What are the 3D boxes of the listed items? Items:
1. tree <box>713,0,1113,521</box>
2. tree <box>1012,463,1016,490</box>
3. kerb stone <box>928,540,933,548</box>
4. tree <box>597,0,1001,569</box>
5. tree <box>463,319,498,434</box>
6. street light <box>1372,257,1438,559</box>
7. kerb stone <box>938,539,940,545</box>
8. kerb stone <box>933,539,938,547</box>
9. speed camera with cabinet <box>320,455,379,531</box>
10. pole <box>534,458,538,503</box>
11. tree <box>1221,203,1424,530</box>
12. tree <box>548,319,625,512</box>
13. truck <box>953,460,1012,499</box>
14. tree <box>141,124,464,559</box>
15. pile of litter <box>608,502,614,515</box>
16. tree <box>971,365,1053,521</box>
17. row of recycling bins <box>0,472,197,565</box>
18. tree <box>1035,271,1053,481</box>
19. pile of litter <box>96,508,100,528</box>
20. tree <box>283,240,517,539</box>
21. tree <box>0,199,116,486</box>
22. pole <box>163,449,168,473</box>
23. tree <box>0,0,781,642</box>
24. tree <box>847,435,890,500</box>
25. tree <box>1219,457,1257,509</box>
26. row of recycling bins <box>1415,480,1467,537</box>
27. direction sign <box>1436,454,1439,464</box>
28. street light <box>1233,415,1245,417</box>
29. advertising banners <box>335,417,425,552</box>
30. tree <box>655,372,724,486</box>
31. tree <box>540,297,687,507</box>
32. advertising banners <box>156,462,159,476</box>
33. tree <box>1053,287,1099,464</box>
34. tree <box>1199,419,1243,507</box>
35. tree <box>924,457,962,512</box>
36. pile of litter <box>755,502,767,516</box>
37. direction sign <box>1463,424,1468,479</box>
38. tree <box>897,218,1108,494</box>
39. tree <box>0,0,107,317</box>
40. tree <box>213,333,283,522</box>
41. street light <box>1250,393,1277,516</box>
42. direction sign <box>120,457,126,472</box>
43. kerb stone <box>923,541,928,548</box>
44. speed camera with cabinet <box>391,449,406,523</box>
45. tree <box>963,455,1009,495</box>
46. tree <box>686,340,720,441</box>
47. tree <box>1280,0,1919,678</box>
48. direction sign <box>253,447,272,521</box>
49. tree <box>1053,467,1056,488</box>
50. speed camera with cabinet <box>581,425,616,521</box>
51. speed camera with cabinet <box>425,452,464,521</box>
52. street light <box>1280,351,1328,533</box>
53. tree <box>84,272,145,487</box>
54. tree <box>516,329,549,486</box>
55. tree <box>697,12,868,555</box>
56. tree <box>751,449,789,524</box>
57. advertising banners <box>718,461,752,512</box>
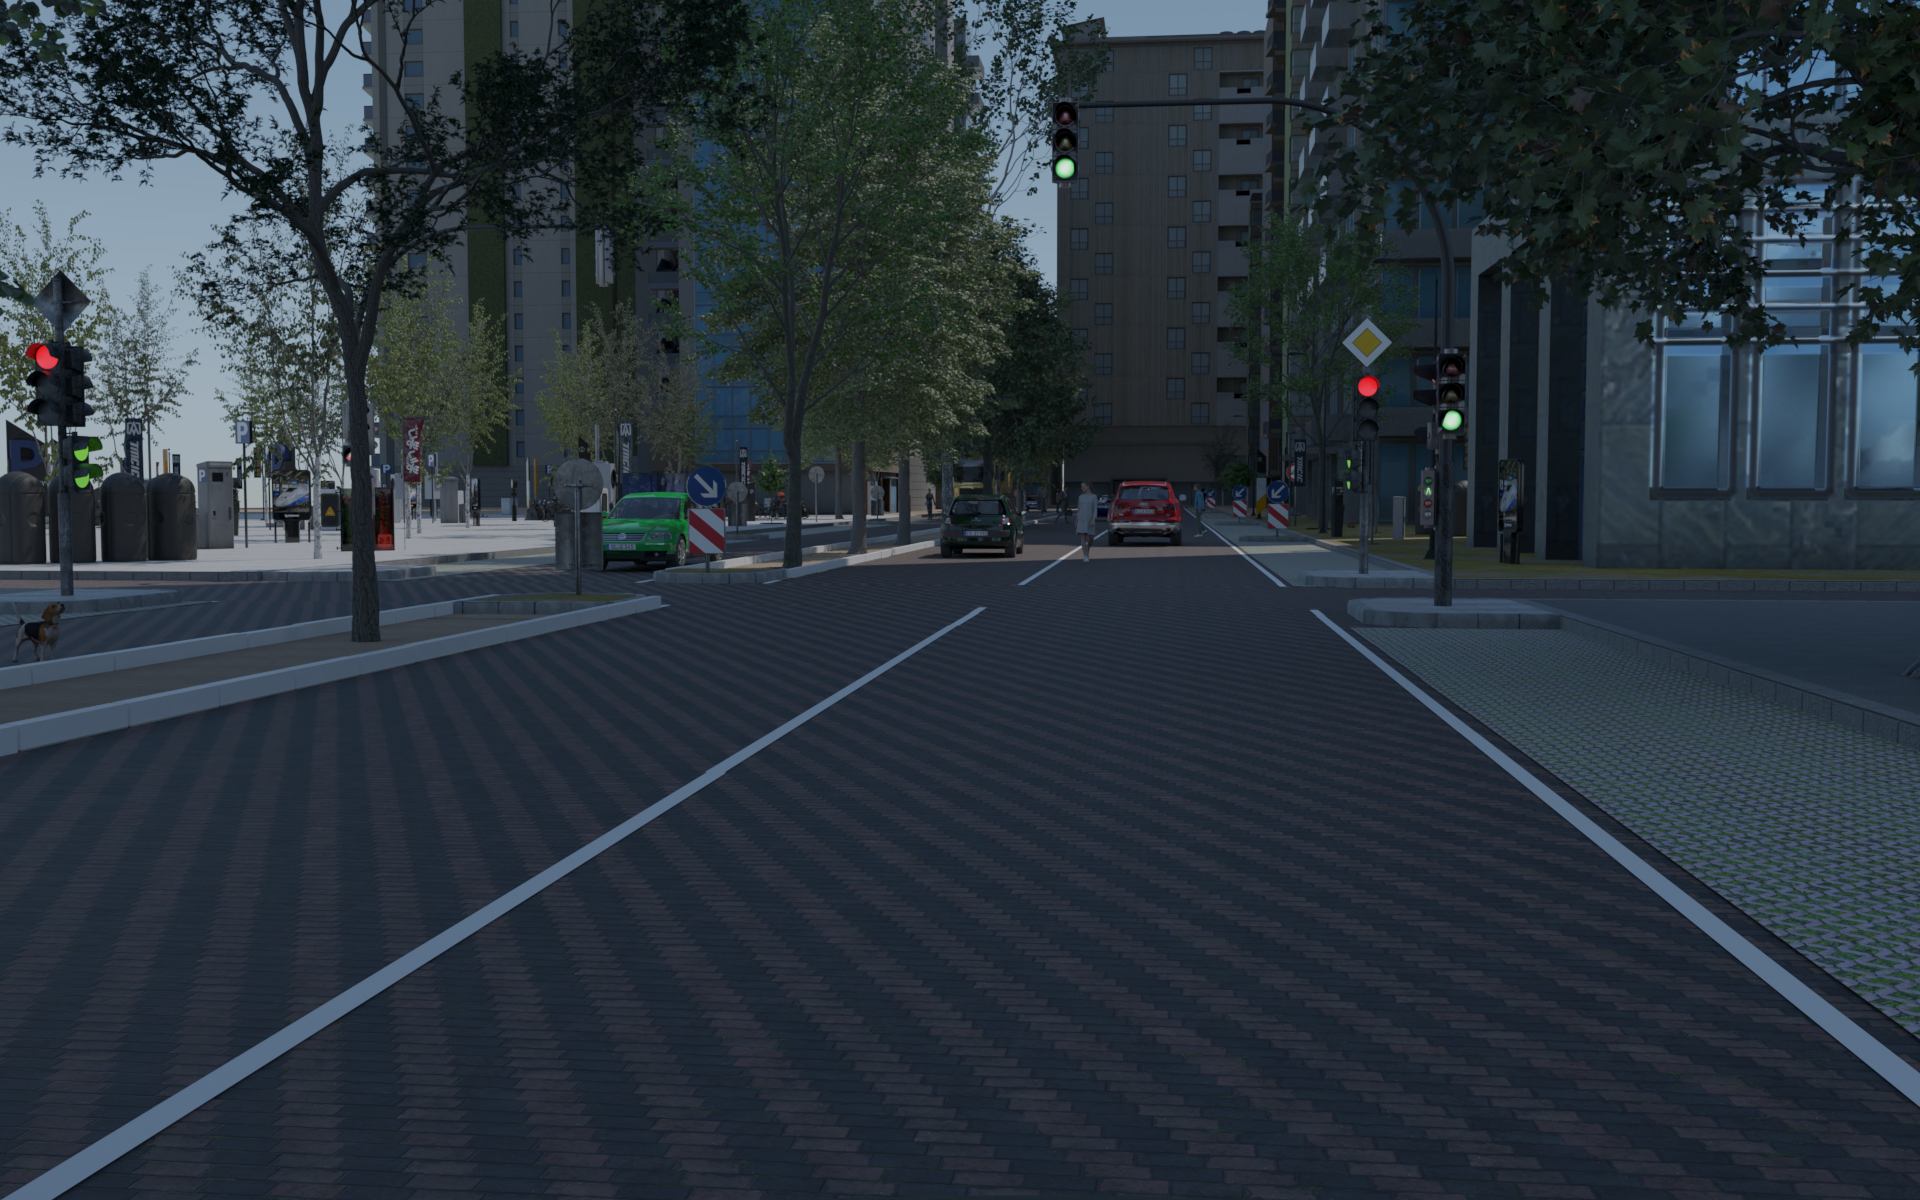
[{"bbox_3d":[-1.535,-12.306,59.551,12.611,20.169,13.585,0,3,0],"label":"tree"},{"bbox_3d":[3.871,-13.182,165.882,4.360,8.622,3.978,0,3,0],"label":"tree"},{"bbox_3d":[-0.909,-1.474,46.294,0.120,0.150,1.000,0,4,7],"label":"kerb stone"},{"bbox_3d":[-3.073,-6.367,32.311,9.928,11.665,9.643,0,3,0],"label":"tree"},{"bbox_3d":[-17.453,-6.480,56.304,4.360,8.622,3.978,0,3,0],"label":"tree"},{"bbox_3d":[8.765,-3.760,34.017,1.470,5.913,1.316,0,4,7],"label":"street light"},{"bbox_3d":[-0.664,-1.598,48.329,0.120,0.150,1.000,0,4,7],"label":"kerb stone"},{"bbox_3d":[-0.784,-1.532,47.313,0.120,0.150,1.000,0,4,7],"label":"kerb stone"},{"bbox_3d":[-21.503,-4.066,60.821,2.038,3.252,0.660,-1,4,-10],"label":"speed camera with cabinet"},{"bbox_3d":[-24.263,-6.436,99.074,0.158,3.312,0.155,0,3,0],"label":"pole"},{"bbox_3d":[13.020,-8.365,62.527,9.928,11.665,9.643,0,3,0],"label":"tree"},{"bbox_3d":[-16.288,-7.529,73.463,4.737,8.622,4.395,0,3,0],"label":"tree"},{"bbox_3d":[1.242,-6.331,99.432,3.469,3.379,9.791,0,4,8],"label":"truck"},{"bbox_3d":[-12.948,-5.129,34.216,4.360,8.622,3.978,0,3,0],"label":"tree"},{"bbox_3d":[-19.221,-4.978,95.354,1.719,0.858,1.176,-1,4,-14],"label":"pile of litter"},{"bbox_3d":[1.718,-7.682,78.428,4.737,8.622,4.395,0,3,0],"label":"tree"},{"bbox_3d":[-16.247,-1.563,32.669,3.534,1.692,1.069,-3,5,-44],"label":"row of recycling bins"},{"bbox_3d":[-1.628,-7.829,48.588,7.486,12.596,7.792,0,3,0],"label":"tree"},{"bbox_3d":[-32.042,-3.150,65.471,1.176,0.858,1.719,-1,4,-22],"label":"pile of litter"},{"bbox_3d":[-16.017,-6.059,49.431,4.737,8.622,4.395,0,3,0],"label":"tree"},{"bbox_3d":[-22.650,-5.638,42.543,4.737,8.622,4.395,0,3,0],"label":"tree"},{"bbox_3d":[-35.928,-5.170,78.379,0.158,3.312,0.155,0,3,0],"label":"pole"},{"bbox_3d":[-5.683,-4.888,16.786,8.767,10.594,7.601,0,4,7],"label":"tree"},{"bbox_3d":[-4.941,-9.245,101.523,4.360,8.622,3.978,0,3,0],"label":"tree"},{"bbox_3d":[24.350,-10.284,151.859,4.285,4.588,4.351,0,3,0],"label":"tree"},{"bbox_3d":[15.110,-2.852,53.735,1.069,1.692,3.534,0,4,-6],"label":"row of recycling bins"},{"bbox_3d":[15.607,-3.940,56.419,0.379,3.537,0.876,-1,4,-14],"label":"direction sign"},{"bbox_3d":[16.707,-7.899,101.684,1.470,5.913,1.316,0,4,7],"label":"street light"},{"bbox_3d":[-13.060,-2.625,39.102,2.074,3.025,0.090,-3,5,-39],"label":"advertising banners"},{"bbox_3d":[-16.155,-9.333,102.949,4.737,8.622,4.395,0,3,0],"label":"tree"},{"bbox_3d":[-13.072,-6.972,64.353,4.360,8.622,3.978,0,3,0],"label":"tree"},{"bbox_3d":[-43.415,-5.936,93.236,0.090,3.025,2.074,0,4,-6],"label":"advertising banners"},{"bbox_3d":[2.861,-10.020,84.416,7.486,12.596,7.792,0,3,0],"label":"tree"},{"bbox_3d":[25.349,-13.338,168.443,4.360,8.622,3.978,0,3,0],"label":"tree"},{"bbox_3d":[-0.938,-8.673,125.514,4.285,4.588,4.351,0,3,0],"label":"tree"},{"bbox_3d":[-12.067,-5.343,101.316,1.719,0.858,1.176,1,4,9],"label":"pile of litter"},{"bbox_3d":[16.569,-3.941,56.435,0.379,3.537,0.876,3,4,37],"label":"direction sign"},{"bbox_3d":[1.141,-9.252,70.730,9.611,12.733,9.660,0,3,0],"label":"tree"},{"bbox_3d":[-6.935,-5.954,6.459,9.857,13.997,8.962,0,3,0],"label":"tree"},{"bbox_3d":[-31.761,-7.869,79.028,4.737,8.622,4.395,0,3,0],"label":"tree"},{"bbox_3d":[14.151,-6.524,79.208,1.470,5.913,1.316,0,4,7],"label":"street light"},{"bbox_3d":[-51.589,-7.026,106.870,0.876,3.537,0.379,3,5,41],"label":"direction sign"},{"bbox_3d":[-1.038,-1.412,45.280,0.120,0.150,1.000,0,4,7],"label":"kerb stone"},{"bbox_3d":[-25.261,-5.077,77.348,0.660,3.252,2.038,-2,4,-34],"label":"speed camera with cabinet"},{"bbox_3d":[1.268,-12.271,150.988,4.360,8.622,3.978,0,3,0],"label":"tree"},{"bbox_3d":[-13.310,-7.928,79.978,4.360,8.622,3.978,0,3,0],"label":"tree"},{"bbox_3d":[7.021,-5.790,11.676,9.611,12.733,9.660,0,3,0],"label":"tree"},{"bbox_3d":[-33.652,-5.604,83.626,0.876,3.537,0.379,0,4,4],"label":"direction sign"},{"bbox_3d":[3.414,-8.434,90.714,4.737,8.622,4.395,0,3,0],"label":"tree"},{"bbox_3d":[-10.162,-3.326,48.716,0.660,3.252,2.038,0,4,1],"label":"speed camera with cabinet"},{"bbox_3d":[-24.605,-5.399,82.608,0.660,3.252,2.038,2,4,26],"label":"speed camera with cabinet"},{"bbox_3d":[11.341,-5.134,56.490,1.470,5.913,1.316,0,4,7],"label":"street light"},{"bbox_3d":[-26.723,-6.453,55.876,4.360,8.622,3.978,0,3,0],"label":"tree"},{"bbox_3d":[-18.672,-7.050,65.625,4.737,8.622,4.395,0,3,0],"label":"tree"},{"bbox_3d":[-2.459,-7.369,41.062,7.486,12.596,7.792,0,3,0],"label":"tree"},{"bbox_3d":[-8.198,-4.870,74.229,1.663,3.219,1.824,0,3,0],"label":"tree"},{"bbox_3d":[-11.923,-5.828,91.467,2.074,3.025,0.090,1,4,16],"label":"advertising banners"}]
